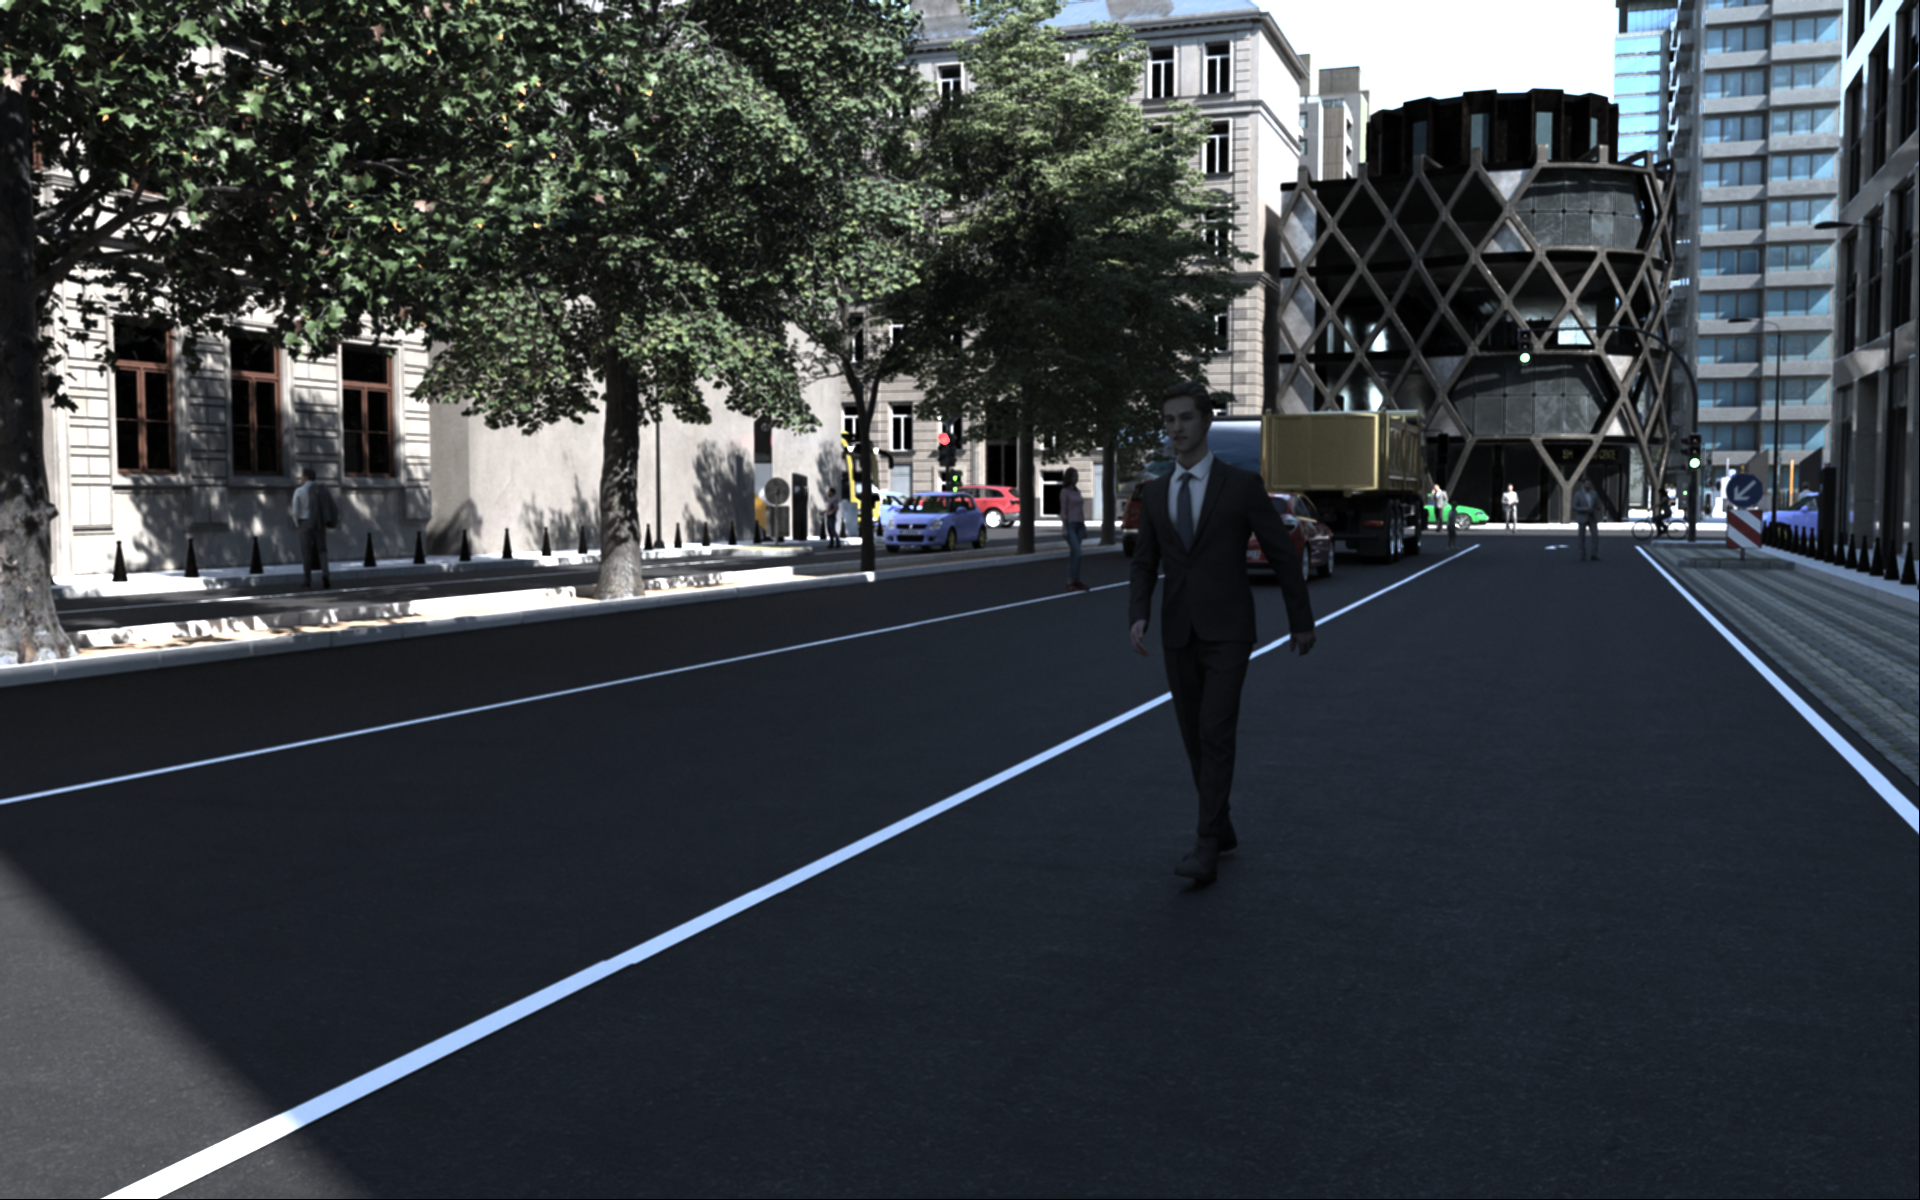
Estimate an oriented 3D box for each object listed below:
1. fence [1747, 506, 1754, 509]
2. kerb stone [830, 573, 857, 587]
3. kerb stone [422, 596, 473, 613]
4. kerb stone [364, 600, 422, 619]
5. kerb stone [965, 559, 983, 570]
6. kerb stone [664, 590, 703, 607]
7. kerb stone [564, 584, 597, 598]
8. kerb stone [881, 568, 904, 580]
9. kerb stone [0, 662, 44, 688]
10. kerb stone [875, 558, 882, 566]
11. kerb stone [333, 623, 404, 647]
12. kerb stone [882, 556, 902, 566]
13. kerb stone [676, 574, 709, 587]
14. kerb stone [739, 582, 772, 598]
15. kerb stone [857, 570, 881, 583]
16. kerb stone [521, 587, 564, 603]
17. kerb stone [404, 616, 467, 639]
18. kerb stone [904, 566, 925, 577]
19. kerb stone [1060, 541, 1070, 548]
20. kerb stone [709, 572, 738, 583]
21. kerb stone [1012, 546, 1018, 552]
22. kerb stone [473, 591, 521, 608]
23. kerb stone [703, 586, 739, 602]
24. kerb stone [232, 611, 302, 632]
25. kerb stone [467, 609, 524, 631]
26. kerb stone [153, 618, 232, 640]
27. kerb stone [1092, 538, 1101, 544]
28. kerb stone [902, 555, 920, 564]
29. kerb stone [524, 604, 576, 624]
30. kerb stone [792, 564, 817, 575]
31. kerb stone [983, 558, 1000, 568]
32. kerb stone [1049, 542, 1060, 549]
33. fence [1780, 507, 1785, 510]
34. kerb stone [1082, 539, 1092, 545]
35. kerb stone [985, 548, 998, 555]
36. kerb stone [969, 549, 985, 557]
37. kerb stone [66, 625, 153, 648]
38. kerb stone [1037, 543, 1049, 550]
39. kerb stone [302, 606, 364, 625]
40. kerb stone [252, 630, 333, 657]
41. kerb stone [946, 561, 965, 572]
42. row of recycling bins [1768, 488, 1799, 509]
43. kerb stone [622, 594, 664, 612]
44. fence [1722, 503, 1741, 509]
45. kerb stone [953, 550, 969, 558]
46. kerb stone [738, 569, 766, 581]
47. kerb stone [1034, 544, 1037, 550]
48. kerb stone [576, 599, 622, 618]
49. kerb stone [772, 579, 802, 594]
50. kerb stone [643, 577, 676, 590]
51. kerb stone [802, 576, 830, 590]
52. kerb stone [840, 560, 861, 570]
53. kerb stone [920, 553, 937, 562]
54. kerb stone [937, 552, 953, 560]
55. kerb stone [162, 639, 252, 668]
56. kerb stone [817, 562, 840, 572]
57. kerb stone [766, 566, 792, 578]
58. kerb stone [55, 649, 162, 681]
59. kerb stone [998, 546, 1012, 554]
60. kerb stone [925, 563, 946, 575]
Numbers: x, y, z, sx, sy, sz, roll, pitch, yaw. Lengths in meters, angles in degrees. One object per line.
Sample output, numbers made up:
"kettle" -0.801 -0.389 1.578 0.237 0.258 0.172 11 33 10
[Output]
"fence" 40.408 -4.736 88.642 0.480 1.192 2.264 1 4 10
"kerb stone" -1.910 -0.311 27.274 0.120 0.150 1.000 1 4 20
"kerb stone" -6.345 0.062 21.191 0.120 0.150 1.000 1 4 20
"kerb stone" -6.680 0.126 20.222 0.120 0.150 1.000 1 4 20
"kerb stone" 0.170 -0.665 33.070 0.120 0.150 1.000 1 4 20
"kerb stone" -3.660 -0.016 22.449 0.120 0.150 1.000 1 4 20
"kerb stone" -5.299 -0.113 24.092 0.120 0.150 1.000 1 4 20
"kerb stone" -1.226 -0.429 29.208 0.120 0.150 1.000 1 4 20
"kerb stone" -7.141 0.580 12.771 0.120 0.150 1.000 1 4 20
"kerb stone" -1.813 -0.705 33.779 0.120 0.150 1.000 1 4 20
"kerb stone" -5.741 0.342 16.651 0.120 0.150 1.000 1 4 20
"kerb stone" -1.463 -0.768 34.745 0.120 0.150 1.000 1 4 20
"kerb stone" -4.245 -0.293 26.993 0.120 0.150 1.000 1 4 20
"kerb stone" -2.956 -0.133 24.377 0.120 0.150 1.000 1 4 20
"kerb stone" -1.568 -0.365 28.241 0.120 0.150 1.000 1 4 20
"kerb stone" -5.647 -0.057 23.123 0.120 0.150 1.000 1 4 20
"kerb stone" -5.395 0.282 17.619 0.120 0.150 1.000 1 4 20
"kerb stone" -0.881 -0.488 30.173 0.120 0.150 1.000 1 4 20
"kerb stone" 2.709 -1.477 46.349 0.120 0.150 1.000 1 4 20
"kerb stone" -3.903 -0.353 27.967 0.120 0.150 1.000 1 4 20
"kerb stone" 1.320 -1.241 42.483 0.120 0.150 1.000 1 4 20
"kerb stone" -5.995 0.002 22.155 0.120 0.150 1.000 1 4 20
"kerb stone" -3.310 -0.074 23.413 0.120 0.150 1.000 1 4 20
"kerb stone" -7.380 0.239 18.293 0.120 0.150 1.000 1 4 20
"kerb stone" -5.050 0.223 18.585 0.120 0.150 1.000 1 4 20
"kerb stone" -7.727 0.298 17.322 0.120 0.150 1.000 1 4 20
"kerb stone" 3.763 -1.655 49.252 0.120 0.150 1.000 1 4 20
"kerb stone" -1.111 -0.825 35.708 0.120 0.150 1.000 1 4 20
"kerb stone" -4.694 0.162 19.546 0.120 0.150 1.000 1 4 20
"kerb stone" -2.859 -0.531 30.869 0.120 0.150 1.000 1 4 20
"kerb stone" 0.517 -0.724 34.043 0.120 0.150 1.000 1 4 20
"kerb stone" 2.364 -1.416 45.377 0.120 0.150 1.000 1 4 20
"fence" 37.829 -3.921 79.478 0.278 0.683 2.069 0 4 -5
"kerb stone" 3.410 -1.596 48.285 0.120 0.150 1.000 1 4 20
"kerb stone" 0.622 -1.123 40.555 0.120 0.150 1.000 1 4 20
"kerb stone" 0.285 -1.064 39.586 0.120 0.150 1.000 1 4 20
"kerb stone" -8.083 0.359 16.361 0.120 0.150 1.000 1 4 20
"kerb stone" 2.015 -1.356 44.413 0.120 0.150 1.000 1 4 20
"kerb stone" -7.035 0.180 19.259 0.120 0.150 1.000 1 4 20
"kerb stone" -6.093 0.398 15.688 0.120 0.150 1.000 1 4 20
"kerb stone" -0.182 -0.606 32.107 0.120 0.150 1.000 1 4 20
"row of recycling bins" 57.971 -6.996 121.494 3.534 1.692 1.069 2 4 23
"kerb stone" -4.006 0.045 21.479 0.120 0.150 1.000 1 4 20
"fence" 50.326 -6.006 113.566 2.069 0.683 0.278 0 4 -2
"kerb stone" -0.076 -1.002 38.614 0.120 0.150 1.000 1 4 20
"kerb stone" -3.554 -0.404 28.931 0.120 0.150 1.000 1 4 20
"kerb stone" 1.670 -1.300 43.447 0.120 0.150 1.000 1 4 20
"kerb stone" -4.350 0.103 20.512 0.120 0.150 1.000 1 4 20
"kerb stone" -2.612 -0.193 25.343 0.120 0.150 1.000 1 4 20
"kerb stone" -4.604 -0.230 26.022 0.120 0.150 1.000 1 4 20
"kerb stone" -2.267 -0.252 26.309 0.120 0.150 1.000 1 4 20
"kerb stone" -2.157 -0.645 32.806 0.120 0.150 1.000 1 4 20
"kerb stone" -0.775 -0.882 36.677 0.120 0.150 1.000 1 4 20
"kerb stone" -0.427 -0.945 37.641 0.120 0.150 1.000 1 4 20
"kerb stone" -6.441 0.460 14.707 0.120 0.150 1.000 1 4 20
"kerb stone" -2.512 -0.586 31.835 0.120 0.150 1.000 1 4 20
"kerb stone" -3.207 -0.467 29.896 0.120 0.150 1.000 1 4 20
"kerb stone" -6.788 0.517 13.742 0.120 0.150 1.000 1 4 20
"kerb stone" 0.976 -1.182 41.517 0.120 0.150 1.000 1 4 20
"kerb stone" -0.526 -0.547 31.137 0.120 0.150 1.000 1 4 20
